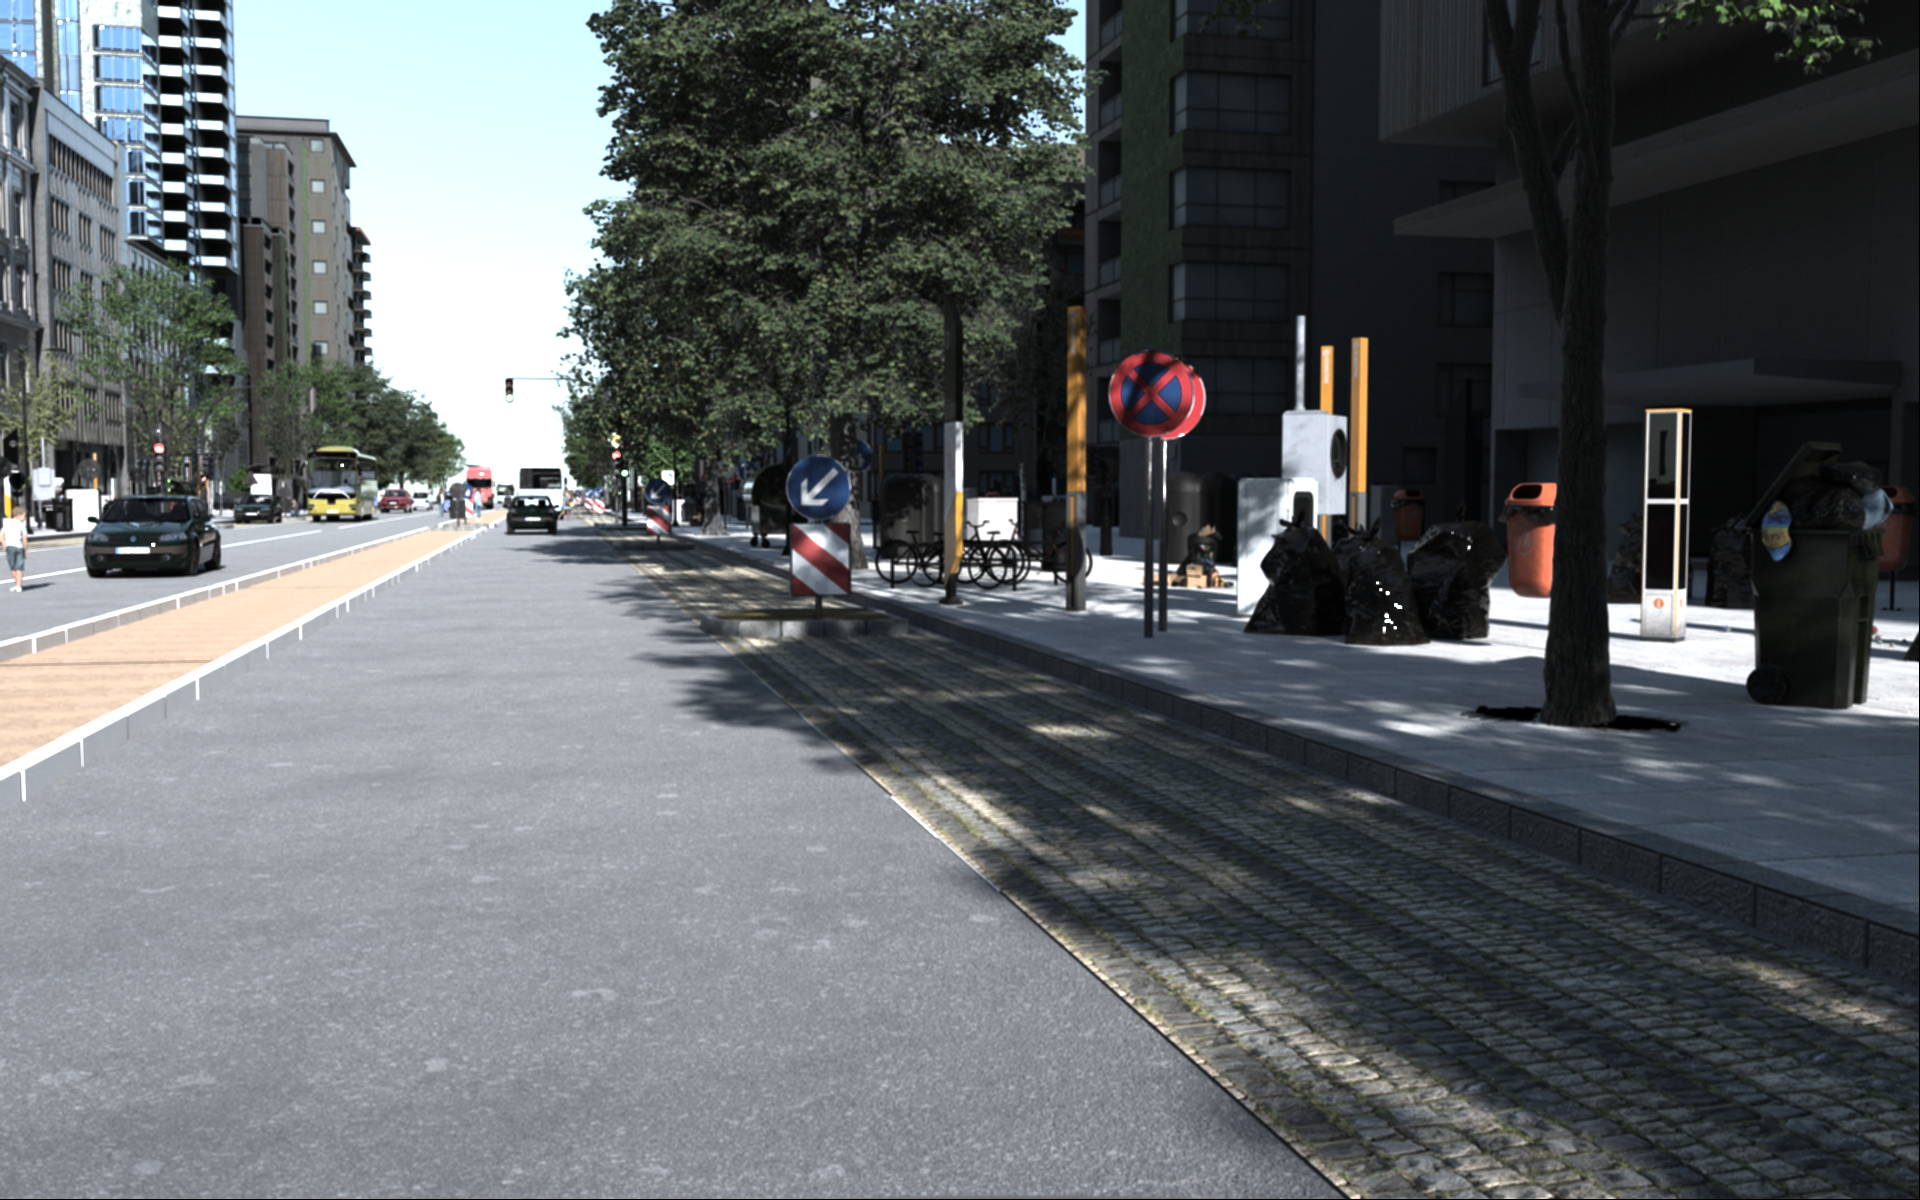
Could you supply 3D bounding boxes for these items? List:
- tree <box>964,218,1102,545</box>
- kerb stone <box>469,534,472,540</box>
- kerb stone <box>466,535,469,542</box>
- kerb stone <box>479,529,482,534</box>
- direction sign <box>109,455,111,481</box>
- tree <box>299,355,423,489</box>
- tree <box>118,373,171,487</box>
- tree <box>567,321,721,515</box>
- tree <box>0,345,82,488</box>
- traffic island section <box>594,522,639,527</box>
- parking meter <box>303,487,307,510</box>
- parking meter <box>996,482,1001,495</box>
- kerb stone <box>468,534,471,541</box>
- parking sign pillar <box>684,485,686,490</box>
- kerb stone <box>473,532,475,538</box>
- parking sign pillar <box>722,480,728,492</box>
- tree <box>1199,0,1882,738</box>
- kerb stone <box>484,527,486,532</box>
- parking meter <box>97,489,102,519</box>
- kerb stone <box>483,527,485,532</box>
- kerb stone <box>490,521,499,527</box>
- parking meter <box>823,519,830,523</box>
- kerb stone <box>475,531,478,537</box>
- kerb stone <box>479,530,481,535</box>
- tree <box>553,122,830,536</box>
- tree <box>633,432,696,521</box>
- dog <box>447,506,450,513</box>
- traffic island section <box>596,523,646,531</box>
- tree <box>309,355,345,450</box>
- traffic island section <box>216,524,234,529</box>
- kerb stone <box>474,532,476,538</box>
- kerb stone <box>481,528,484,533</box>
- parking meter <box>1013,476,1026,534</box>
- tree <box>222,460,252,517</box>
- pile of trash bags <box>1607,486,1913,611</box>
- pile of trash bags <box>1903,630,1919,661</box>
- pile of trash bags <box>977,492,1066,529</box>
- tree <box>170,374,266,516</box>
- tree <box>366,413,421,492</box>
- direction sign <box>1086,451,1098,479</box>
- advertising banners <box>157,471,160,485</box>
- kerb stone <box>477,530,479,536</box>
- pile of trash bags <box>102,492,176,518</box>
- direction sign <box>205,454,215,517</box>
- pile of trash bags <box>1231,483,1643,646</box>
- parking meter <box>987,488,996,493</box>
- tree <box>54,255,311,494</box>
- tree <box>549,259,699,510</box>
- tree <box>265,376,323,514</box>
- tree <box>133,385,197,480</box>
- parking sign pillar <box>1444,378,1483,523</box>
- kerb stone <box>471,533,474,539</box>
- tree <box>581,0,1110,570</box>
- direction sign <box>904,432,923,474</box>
[{"bbox_3d":[1.578,-5.654,42.810,4.360,8.622,3.978,0,3,0],"label":"tree"},{"bbox_3d":[-14.927,-1.847,52.438,0.120,0.150,1.000,-1,4,-13],"label":"kerb stone"},{"bbox_3d":[-14.456,-1.728,50.441,0.120,0.150,1.000,-1,4,-13],"label":"kerb stone"},{"bbox_3d":[-16.579,-2.276,59.407,0.120,0.150,1.000,-1,4,-13],"label":"kerb stone"},{"bbox_3d":[-49.191,-6.643,100.609,0.379,3.537,0.876,0,4,-6],"label":"direction sign"},{"bbox_3d":[-55.015,-15.377,158.072,9.857,13.997,8.962,0,3,0],"label":"tree"},{"bbox_3d":[-49.091,-9.519,105.997,4.360,8.622,3.978,0,3,0],"label":"tree"},{"bbox_3d":[-16.028,-9.635,91.941,8.767,10.594,7.601,1,4,11],"label":"tree"},{"bbox_3d":[-45.056,-8.216,84.687,4.737,8.622,4.395,0,3,0],"label":"tree"},{"bbox_3d":[-15.105,-3.310,76.393,2.009,0.180,2.903,-1,4,-13],"label":"traffic island section"},{"bbox_3d":[-54.172,-8.410,143.219,0.255,1.863,0.399,-2,4,-30],"label":"parking meter"},{"bbox_3d":[1.815,-4.623,81.297,0.255,1.863,0.399,0,3,0],"label":"parking meter"},{"bbox_3d":[-14.689,-1.789,51.442,0.120,0.150,1.000,-1,4,-13],"label":"kerb stone"},{"bbox_3d":[-20.465,-8.505,127.533,1.447,3.967,1.447,0,4,-1],"label":"parking sign pillar"},{"bbox_3d":[-15.397,-1.971,54.428,0.120,0.150,1.000,-1,4,-13],"label":"kerb stone"},{"bbox_3d":[-20.165,-9.821,149.046,1.447,3.967,1.447,-1,4,-18],"label":"parking sign pillar"},{"bbox_3d":[3.291,-5.115,9.392,9.928,11.665,9.643,0,3,0],"label":"tree"},{"bbox_3d":[-17.518,-2.520,63.398,0.120,0.150,1.000,-1,4,-13],"label":"kerb stone"},{"bbox_3d":[-41.416,-4.569,83.108,0.372,1.533,0.369,0,3,0],"label":"parking meter"},{"bbox_3d":[-17.282,-2.454,62.402,0.120,0.150,1.000,-1,4,-13],"label":"kerb stone"},{"bbox_3d":[-20.953,-3.402,77.917,0.120,0.150,1.000,-1,4,-13],"label":"kerb stone"},{"bbox_3d":[-3.394,-2.433,45.490,0.255,1.863,0.399,3,5,41],"label":"parking meter"},{"bbox_3d":[-15.866,-2.093,56.420,0.120,0.150,1.000,-1,4,-13],"label":"kerb stone"},{"bbox_3d":[-16.336,-2.215,58.412,0.120,0.150,1.000,-1,4,-13],"label":"kerb stone"},{"bbox_3d":[-7.787,-8.342,53.399,9.611,12.733,9.660,0,3,0],"label":"tree"},{"bbox_3d":[-14.131,-6.064,82.867,4.285,4.588,4.351,0,3,0],"label":"tree"},{"bbox_3d":[-39.111,-6.939,132.738,0.540,0.507,0.406,1,4,10],"label":"dog"},{"bbox_3d":[-13.266,-2.834,68.621,2.009,0.180,2.903,-1,4,-13],"label":"traffic island section"},{"bbox_3d":[-48.501,-12.447,129.260,9.928,11.665,9.643,0,3,0],"label":"tree"},{"bbox_3d":[-31.642,-3.071,72.499,2.009,0.180,2.903,-1,4,-13],"label":"traffic island section"},{"bbox_3d":[-15.646,-2.032,55.419,0.120,0.150,1.000,-1,4,-13],"label":"kerb stone"},{"bbox_3d":[-17.042,-2.398,61.406,0.120,0.150,1.000,-1,4,-13],"label":"kerb stone"},{"bbox_3d":[1.923,-3.072,55.944,0.255,1.863,0.399,3,4,37],"label":"parking meter"},{"bbox_3d":[-40.433,-6.301,97.617,1.663,3.219,1.824,0,3,0],"label":"tree"},{"bbox_3d":[9.154,-0.624,19.948,1.912,1.369,3.447,-3,5,-44],"label":"pile of trash bags"},{"bbox_3d":[8.415,-0.146,12.139,1.912,1.369,3.447,-1,4,-10],"label":"pile of trash bags"},{"bbox_3d":[2.450,-3.321,64.050,3.447,1.369,1.912,2,4,30],"label":"pile of trash bags"},{"bbox_3d":[-43.660,-9.269,101.906,4.360,8.622,3.978,0,3,0],"label":"tree"},{"bbox_3d":[-61.990,-15.483,187.562,8.767,10.594,7.601,1,4,19],"label":"tree"},{"bbox_3d":[6.919,-6.076,91.341,0.876,3.537,0.379,-2,4,-32],"label":"direction sign"},{"bbox_3d":[-55.353,-7.672,121.626,2.074,3.025,0.090,-1,4,-15],"label":"advertising banners"},{"bbox_3d":[-16.102,-2.154,57.415,0.120,0.150,1.000,-1,4,-13],"label":"kerb stone"},{"bbox_3d":[-40.456,-4.632,85.482,3.447,1.369,1.912,-2,4,-29],"label":"pile of trash bags"},{"bbox_3d":[-42.412,-6.481,97.966,0.876,3.537,0.379,3,5,40],"label":"direction sign"},{"bbox_3d":[4.064,-0.334,15.210,1.912,1.369,3.447,-2,4,-26],"label":"pile of trash bags"},{"bbox_3d":[1.309,-3.903,72.221,0.372,1.533,0.369,0,3,0],"label":"parking meter"},{"bbox_3d":[-35.335,-9.225,76.581,9.928,11.665,9.643,0,3,0],"label":"tree"},{"bbox_3d":[-26.129,-17.241,137.772,12.611,20.169,13.585,0,3,0],"label":"tree"},{"bbox_3d":[-42.385,-9.681,108.653,4.360,8.622,3.978,0,3,0],"label":"tree"},{"bbox_3d":[-52.896,-10.094,115.405,4.737,8.622,4.395,0,3,0],"label":"tree"},{"bbox_3d":[11.887,-3.208,40.928,1.447,3.967,1.447,0,4,-5],"label":"parking sign pillar"},{"bbox_3d":[-15.171,-1.910,53.431,0.120,0.150,1.000,-1,4,-13],"label":"kerb stone"},{"bbox_3d":[-1.918,-7.488,29.082,9.857,13.997,8.962,0,3,0],"label":"tree"},{"bbox_3d":[-1.720,-4.397,63.882,0.876,3.537,0.379,-3,5,-40],"label":"direction sign"}]
